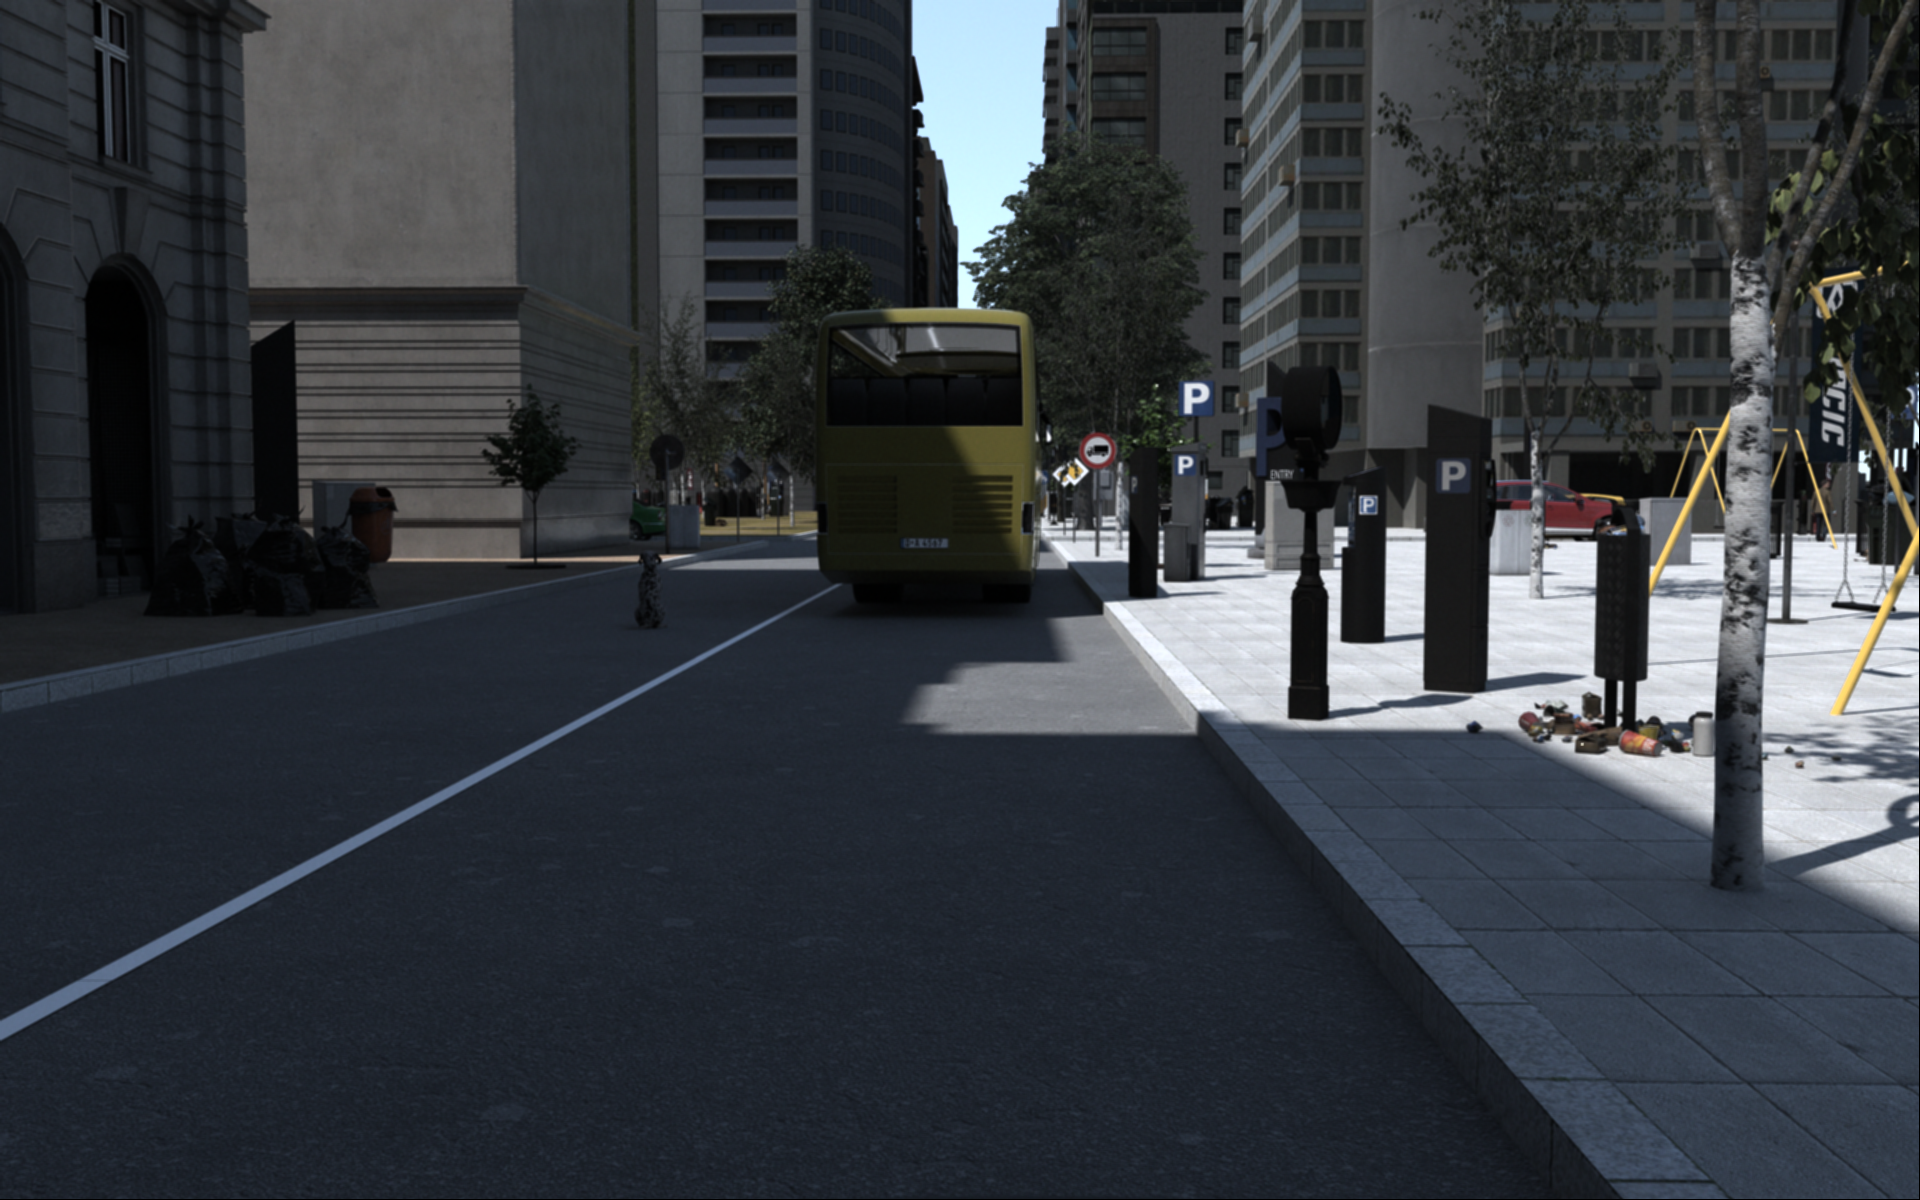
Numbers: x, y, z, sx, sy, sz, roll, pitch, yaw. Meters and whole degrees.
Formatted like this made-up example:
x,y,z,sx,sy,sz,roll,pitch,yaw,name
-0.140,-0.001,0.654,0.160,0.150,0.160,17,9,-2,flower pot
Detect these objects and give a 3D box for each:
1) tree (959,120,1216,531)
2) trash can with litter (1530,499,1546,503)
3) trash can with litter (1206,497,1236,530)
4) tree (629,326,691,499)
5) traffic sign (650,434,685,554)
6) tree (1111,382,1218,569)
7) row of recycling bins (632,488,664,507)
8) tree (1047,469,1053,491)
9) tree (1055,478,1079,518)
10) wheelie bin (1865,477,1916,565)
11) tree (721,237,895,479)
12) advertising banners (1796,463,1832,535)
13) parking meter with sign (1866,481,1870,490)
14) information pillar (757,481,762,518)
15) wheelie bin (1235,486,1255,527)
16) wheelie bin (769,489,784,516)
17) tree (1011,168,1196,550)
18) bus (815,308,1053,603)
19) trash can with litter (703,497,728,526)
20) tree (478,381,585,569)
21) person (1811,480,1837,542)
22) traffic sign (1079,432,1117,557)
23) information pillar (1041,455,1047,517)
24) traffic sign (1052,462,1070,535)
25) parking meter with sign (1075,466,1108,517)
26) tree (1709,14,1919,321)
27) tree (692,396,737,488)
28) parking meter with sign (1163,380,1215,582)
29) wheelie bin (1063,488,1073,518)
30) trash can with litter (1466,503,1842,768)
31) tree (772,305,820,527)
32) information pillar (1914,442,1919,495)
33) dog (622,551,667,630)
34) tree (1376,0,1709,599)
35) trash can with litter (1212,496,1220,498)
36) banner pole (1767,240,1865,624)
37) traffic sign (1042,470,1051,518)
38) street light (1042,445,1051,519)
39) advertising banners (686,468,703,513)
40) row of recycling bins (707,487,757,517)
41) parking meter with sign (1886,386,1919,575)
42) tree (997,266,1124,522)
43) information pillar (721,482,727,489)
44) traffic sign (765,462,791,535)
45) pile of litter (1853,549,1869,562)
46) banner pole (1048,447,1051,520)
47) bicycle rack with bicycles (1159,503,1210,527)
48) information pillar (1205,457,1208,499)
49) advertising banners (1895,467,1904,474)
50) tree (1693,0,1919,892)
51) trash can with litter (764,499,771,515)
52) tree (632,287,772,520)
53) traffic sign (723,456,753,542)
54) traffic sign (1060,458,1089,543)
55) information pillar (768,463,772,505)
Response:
x,y,z,sx,sy,sz,roll,pitch,yaw,name
4.509,-9.427,60.794,9.857,13.997,8.962,0,3,0,tree
13.366,-1.836,41.075,2.233,1.210,1.678,-3,4,-36,trash can with litter
9.360,-3.118,62.363,1.055,1.170,0.624,-2,4,-30,trash can with litter
-14.695,-7.601,74.638,4.737,8.622,4.395,0,3,0,tree
-6.249,-2.253,36.940,0.768,2.556,0.104,0,4,8,traffic sign
3.369,-2.174,30.152,1.663,3.219,1.824,0,3,0,tree
-23.151,-7.214,125.062,3.534,1.692,1.069,-1,4,-21,row of recycling bins
5.339,-7.082,110.398,1.663,3.219,1.824,0,3,0,tree
6.188,-6.029,93.179,1.663,3.219,1.824,0,3,0,tree
16.872,-1.435,31.366,0.693,1.594,0.980,-1,4,-15,wheelie bin
-5.909,-9.818,77.528,9.611,12.733,9.660,0,3,0,tree
26.946,-3.567,54.516,2.074,3.025,0.090,-2,4,-35,advertising banners
52.867,-6.390,100.745,1.738,3.016,0.543,2,4,32,parking meter with sign
-10.817,-5.469,93.908,0.304,2.012,0.304,-3,4,-38,information pillar
11.060,-3.623,67.152,0.693,1.594,0.980,0,4,-2,wheelie bin
-10.522,-5.595,99.383,0.980,1.594,0.693,2,4,35,wheelie bin
3.527,-5.452,39.511,4.360,8.622,3.978,0,3,0,tree
-0.076,-2.092,25.743,2.896,3.916,12.252,0,4,3,bus
-9.724,-3.521,68.962,1.055,1.170,0.624,2,4,29,trash can with litter
-7.513,-2.165,30.002,1.663,3.219,1.824,0,3,0,tree
24.350,-2.472,48.827,0.656,1.842,0.836,2,4,26,person
2.817,-2.160,35.416,0.768,2.556,0.104,1,4,10,traffic sign
4.687,-6.480,97.295,0.504,3.616,0.183,-3,5,-41,information pillar
3.237,-3.056,53.603,0.795,2.450,0.064,0,4,2,traffic sign
7.228,-6.061,95.360,1.738,3.016,0.543,1,4,12,parking meter with sign
12.876,-4.425,22.718,4.360,8.622,3.978,0,3,0,tree
-17.891,-10.691,125.155,4.737,8.622,4.395,0,3,0,tree
3.402,-1.815,25.934,0.543,3.016,1.738,1,4,17,parking meter with sign
5.501,-5.103,91.344,0.693,1.594,0.980,3,5,44,wheelie bin
3.574,0.110,9.256,1.678,1.210,2.233,1,4,11,trash can with litter
-6.400,-7.210,68.245,4.360,8.622,3.978,0,3,0,tree
42.744,-5.255,77.274,0.183,3.616,0.504,0,4,-4,information pillar
-3.417,-0.104,18.544,0.513,0.831,0.800,2,4,31,dog
7.025,-4.305,20.754,4.360,8.622,3.978,0,3,0,tree
10.897,-3.967,75.919,2.233,1.210,1.678,-3,5,-45,trash can with litter
8.404,-1.650,16.997,0.863,3.779,0.401,3,5,43,banner pole
4.419,-5.598,91.635,0.768,2.556,0.104,1,4,10,traffic sign
4.620,-7.129,89.342,0.468,5.910,1.993,0,4,2,street light
-17.335,-7.294,115.440,2.074,3.025,0.090,1,4,20,advertising banners
-12.574,-5.458,96.356,1.069,1.692,3.534,3,4,39,row of recycling bins
15.373,-1.885,27.078,0.543,3.016,1.738,-1,4,-18,parking meter with sign
4.420,-9.346,78.558,9.928,11.665,9.643,0,3,0,tree
-14.245,-6.122,104.580,0.304,2.012,0.304,-1,4,-22,information pillar
-5.653,-3.072,53.875,0.795,2.450,0.064,0,4,2,traffic sign
17.912,-1.176,33.190,1.719,0.858,1.176,0,4,-5,pile of litter
4.399,-5.800,84.843,0.401,3.779,0.863,1,4,8,banner pole
8.850,-3.285,67.095,2.925,0.926,2.852,-1,4,-10,bicycle rack with bicycles
13.455,-6.377,95.612,0.504,3.616,0.183,3,4,36,information pillar
59.917,-7.089,112.097,2.074,3.025,0.090,1,4,19,advertising banners
2.756,-3.360,5.299,4.737,8.622,4.395,0,3,0,tree
-12.035,-5.844,106.934,1.055,1.170,0.624,-2,4,-25,trash can with litter
-9.780,-6.831,62.056,4.360,8.622,3.978,0,3,0,tree
-5.880,-2.584,45.893,0.795,2.450,0.064,0,4,2,traffic sign
3.010,-2.568,45.621,0.795,2.450,0.064,0,4,2,traffic sign
-13.457,-8.073,123.344,0.504,3.616,0.183,2,4,24,information pillar
